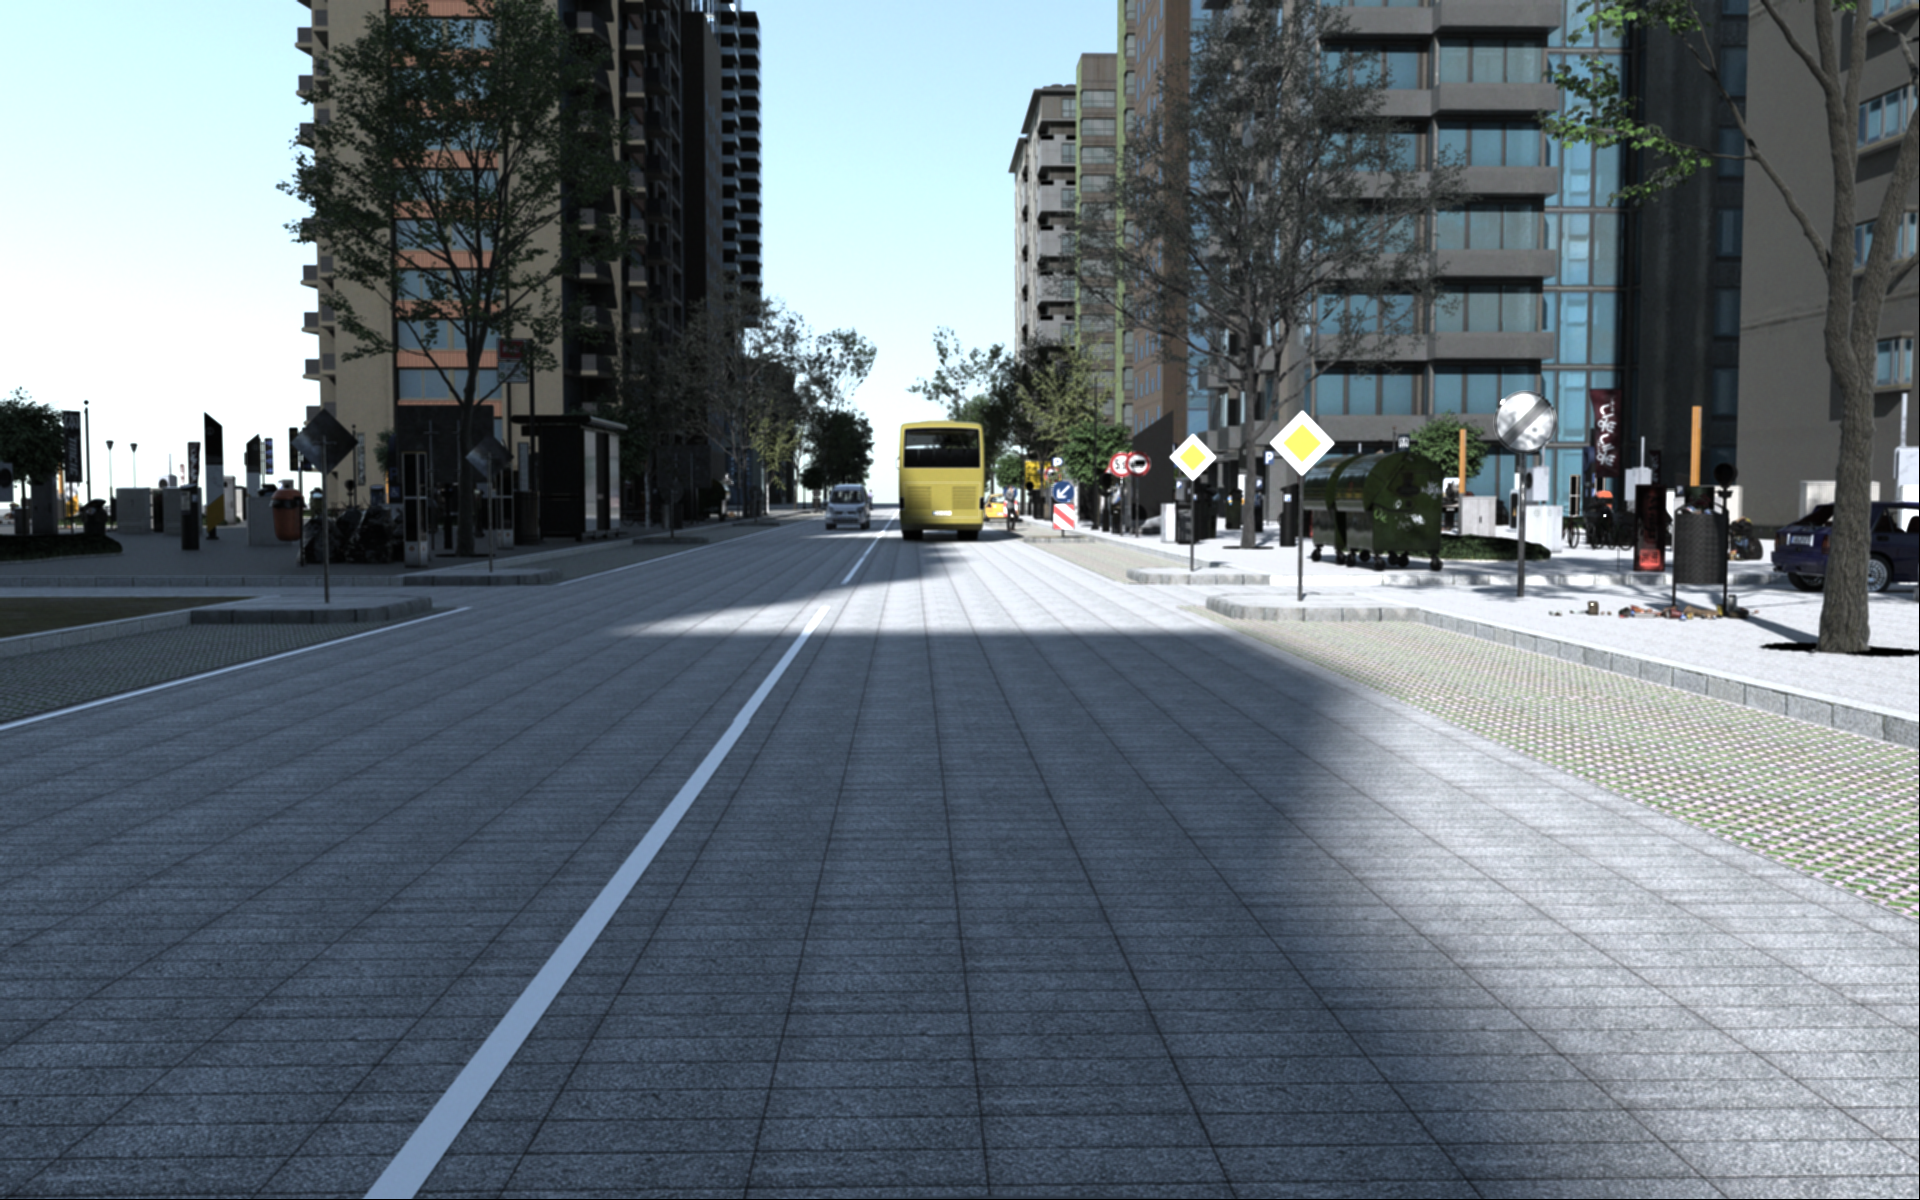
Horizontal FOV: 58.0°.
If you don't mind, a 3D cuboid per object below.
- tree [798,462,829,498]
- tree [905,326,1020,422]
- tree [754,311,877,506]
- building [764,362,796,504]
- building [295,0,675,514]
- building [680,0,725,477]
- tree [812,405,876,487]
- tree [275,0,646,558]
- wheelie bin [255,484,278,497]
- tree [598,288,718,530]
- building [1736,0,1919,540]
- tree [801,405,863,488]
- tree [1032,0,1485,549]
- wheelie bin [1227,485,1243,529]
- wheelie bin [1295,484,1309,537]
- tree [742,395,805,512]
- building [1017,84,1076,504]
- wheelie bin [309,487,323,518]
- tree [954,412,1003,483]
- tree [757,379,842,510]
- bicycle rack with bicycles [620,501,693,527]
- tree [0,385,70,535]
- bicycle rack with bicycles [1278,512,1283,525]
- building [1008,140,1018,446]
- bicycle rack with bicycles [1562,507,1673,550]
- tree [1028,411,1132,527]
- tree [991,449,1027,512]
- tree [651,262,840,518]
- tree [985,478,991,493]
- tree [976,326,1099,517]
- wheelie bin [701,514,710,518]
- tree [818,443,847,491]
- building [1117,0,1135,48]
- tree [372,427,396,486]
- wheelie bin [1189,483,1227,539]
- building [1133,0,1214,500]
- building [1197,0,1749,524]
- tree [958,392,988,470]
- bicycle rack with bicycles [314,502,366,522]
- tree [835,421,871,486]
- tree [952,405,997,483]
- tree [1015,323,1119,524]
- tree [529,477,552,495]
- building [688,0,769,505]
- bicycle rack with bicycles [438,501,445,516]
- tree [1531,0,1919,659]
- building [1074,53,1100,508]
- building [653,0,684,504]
[{"bbox_3d":[-14.469,-11.509,171.880,4.285,4.588,4.351,0,3,0],"label":"tree"},{"bbox_3d":[-0.271,-20.840,196.618,12.611,20.169,13.585,0,3,0],"label":"tree"},{"bbox_3d":[-15.223,-19.837,180.229,12.611,20.169,13.585,0,3,0],"label":"tree"},{"bbox_3d":[-37.559,-24.156,239.986,27.650,21.520,28.899,0,4,-2],"label":"building"},{"bbox_3d":[-31.470,-28.261,116.687,22.147,44.769,28.867,0,4,-2],"label":"building"},{"bbox_3d":[-29.458,-31.138,159.209,14.600,45.320,14.200,0,4,-2],"label":"building"},{"bbox_3d":[-16.883,-20.940,249.030,9.857,13.997,8.962,0,3,0],"label":"tree"},{"bbox_3d":[-9.984,-6.689,35.116,9.928,11.665,9.643,0,3,0],"label":"tree"},{"bbox_3d":[-21.413,-2.801,53.708,0.980,1.594,0.693,2,4,33],"label":"wheelie bin"},{"bbox_3d":[-11.134,-6.844,62.254,4.360,8.622,3.978,0,3,0],"label":"tree"},{"bbox_3d":[33.325,-25.784,45.267,21.600,48.544,21.300,0,4,-2],"label":"building"},{"bbox_3d":[-14.928,-16.906,202.167,9.928,11.665,9.643,0,3,0],"label":"tree"},{"bbox_3d":[6.921,-7.945,40.270,12.009,13.543,11.850,0,3,0],"label":"tree"},{"bbox_3d":[9.954,-3.368,62.976,0.693,1.594,0.980,1,4,8],"label":"wheelie bin"},{"bbox_3d":[10.318,-2.679,51.718,0.980,1.594,0.693,0,4,8],"label":"wheelie bin"},{"bbox_3d":[-13.242,-10.434,120.960,4.737,8.622,4.395,0,3,0],"label":"tree"},{"bbox_3d":[22.882,-38.652,221.196,28.713,52.752,27.495,0,4,-2],"label":"building"},{"bbox_3d":[-30.419,-4.534,82.032,0.693,1.594,0.980,-3,5,-44],"label":"wheelie bin"},{"bbox_3d":[1.006,-19.164,230.339,9.611,12.733,9.660,0,3,0],"label":"tree"},{"bbox_3d":[-13.045,-12.586,140.188,7.601,10.594,8.767,0,4,8],"label":"tree"},{"bbox_3d":[-12.501,-3.415,69.209,2.925,0.926,2.852,2,4,33],"label":"bicycle rack with bicycles"},{"bbox_3d":[-28.450,-4.198,52.352,4.285,4.588,4.351,0,3,0],"label":"tree"},{"bbox_3d":[13.028,-3.102,64.101,2.925,0.926,2.852,3,5,40],"label":"bicycle rack with bicycles"},{"bbox_3d":[21.981,-40.388,249.579,28.713,52.752,27.495,0,4,-2],"label":"building"},{"bbox_3d":[15.368,-1.658,40.497,2.852,0.926,2.925,0,4,4],"label":"bicycle rack with bicycles"},{"bbox_3d":[5.474,-5.177,68.356,4.285,4.588,4.351,0,3,0],"label":"tree"},{"bbox_3d":[3.828,-8.686,125.721,4.285,4.588,4.351,0,3,0],"label":"tree"},{"bbox_3d":[-11.694,-11.160,92.829,12.009,13.543,11.850,0,3,0],"label":"tree"},{"bbox_3d":[2.416,-11.149,176.892,1.663,3.219,1.824,0,3,0],"label":"tree"},{"bbox_3d":[4.392,-9.958,97.233,8.767,10.594,7.601,3,4,36],"label":"tree"},{"bbox_3d":[-13.545,-5.120,91.628,0.693,1.594,0.980,2,4,32],"label":"wheelie bin"},{"bbox_3d":[-16.339,-16.768,224.513,4.360,8.622,3.978,0,3,0],"label":"tree"},{"bbox_3d":[18.188,-27.073,126.231,14.154,41.232,14.086,0,4,-2],"label":"building"},{"bbox_3d":[-23.251,-5.495,73.565,4.285,4.588,4.351,0,3,0],"label":"tree"},{"bbox_3d":[7.047,-2.557,49.711,0.693,1.594,0.980,3,4,38],"label":"wheelie bin"},{"bbox_3d":[19.032,-28.234,111.731,14.600,45.320,14.200,0,4,-2],"label":"building"},{"bbox_3d":[24.584,-28.646,87.968,23.786,49.044,30.456,0,4,-2],"label":"building"},{"bbox_3d":[3.149,-14.673,165.654,9.928,11.665,9.643,0,3,0],"label":"tree"},{"bbox_3d":[-27.448,-3.918,77.443,2.925,0.926,2.852,-3,5,-43],"label":"bicycle rack with bicycles"},{"bbox_3d":[-17.337,-21.006,261.579,7.486,12.596,7.792,0,3,0],"label":"tree"},{"bbox_3d":[1.570,-18.179,215.361,7.486,12.596,7.792,0,3,0],"label":"tree"},{"bbox_3d":[4.747,-7.549,73.787,4.737,8.622,4.395,0,3,0],"label":"tree"},{"bbox_3d":[-18.546,-5.131,78.492,1.663,3.219,1.824,0,3,0],"label":"tree"},{"bbox_3d":[-34.023,-54.758,207.971,22.319,86.520,31.000,0,4,-2],"label":"building"},{"bbox_3d":[-27.426,-4.637,89.189,2.852,0.926,2.925,2,4,33],"label":"bicycle rack with bicycles"},{"bbox_3d":[7.149,-5.370,13.561,9.928,11.665,9.643,0,3,0],"label":"tree"},{"bbox_3d":[17.801,-29.422,164.636,14.154,41.232,14.086,0,4,-2],"label":"building"},{"bbox_3d":[-31.371,-42.977,140.933,20.563,71.187,20.611,0,4,-2],"label":"building"}]
